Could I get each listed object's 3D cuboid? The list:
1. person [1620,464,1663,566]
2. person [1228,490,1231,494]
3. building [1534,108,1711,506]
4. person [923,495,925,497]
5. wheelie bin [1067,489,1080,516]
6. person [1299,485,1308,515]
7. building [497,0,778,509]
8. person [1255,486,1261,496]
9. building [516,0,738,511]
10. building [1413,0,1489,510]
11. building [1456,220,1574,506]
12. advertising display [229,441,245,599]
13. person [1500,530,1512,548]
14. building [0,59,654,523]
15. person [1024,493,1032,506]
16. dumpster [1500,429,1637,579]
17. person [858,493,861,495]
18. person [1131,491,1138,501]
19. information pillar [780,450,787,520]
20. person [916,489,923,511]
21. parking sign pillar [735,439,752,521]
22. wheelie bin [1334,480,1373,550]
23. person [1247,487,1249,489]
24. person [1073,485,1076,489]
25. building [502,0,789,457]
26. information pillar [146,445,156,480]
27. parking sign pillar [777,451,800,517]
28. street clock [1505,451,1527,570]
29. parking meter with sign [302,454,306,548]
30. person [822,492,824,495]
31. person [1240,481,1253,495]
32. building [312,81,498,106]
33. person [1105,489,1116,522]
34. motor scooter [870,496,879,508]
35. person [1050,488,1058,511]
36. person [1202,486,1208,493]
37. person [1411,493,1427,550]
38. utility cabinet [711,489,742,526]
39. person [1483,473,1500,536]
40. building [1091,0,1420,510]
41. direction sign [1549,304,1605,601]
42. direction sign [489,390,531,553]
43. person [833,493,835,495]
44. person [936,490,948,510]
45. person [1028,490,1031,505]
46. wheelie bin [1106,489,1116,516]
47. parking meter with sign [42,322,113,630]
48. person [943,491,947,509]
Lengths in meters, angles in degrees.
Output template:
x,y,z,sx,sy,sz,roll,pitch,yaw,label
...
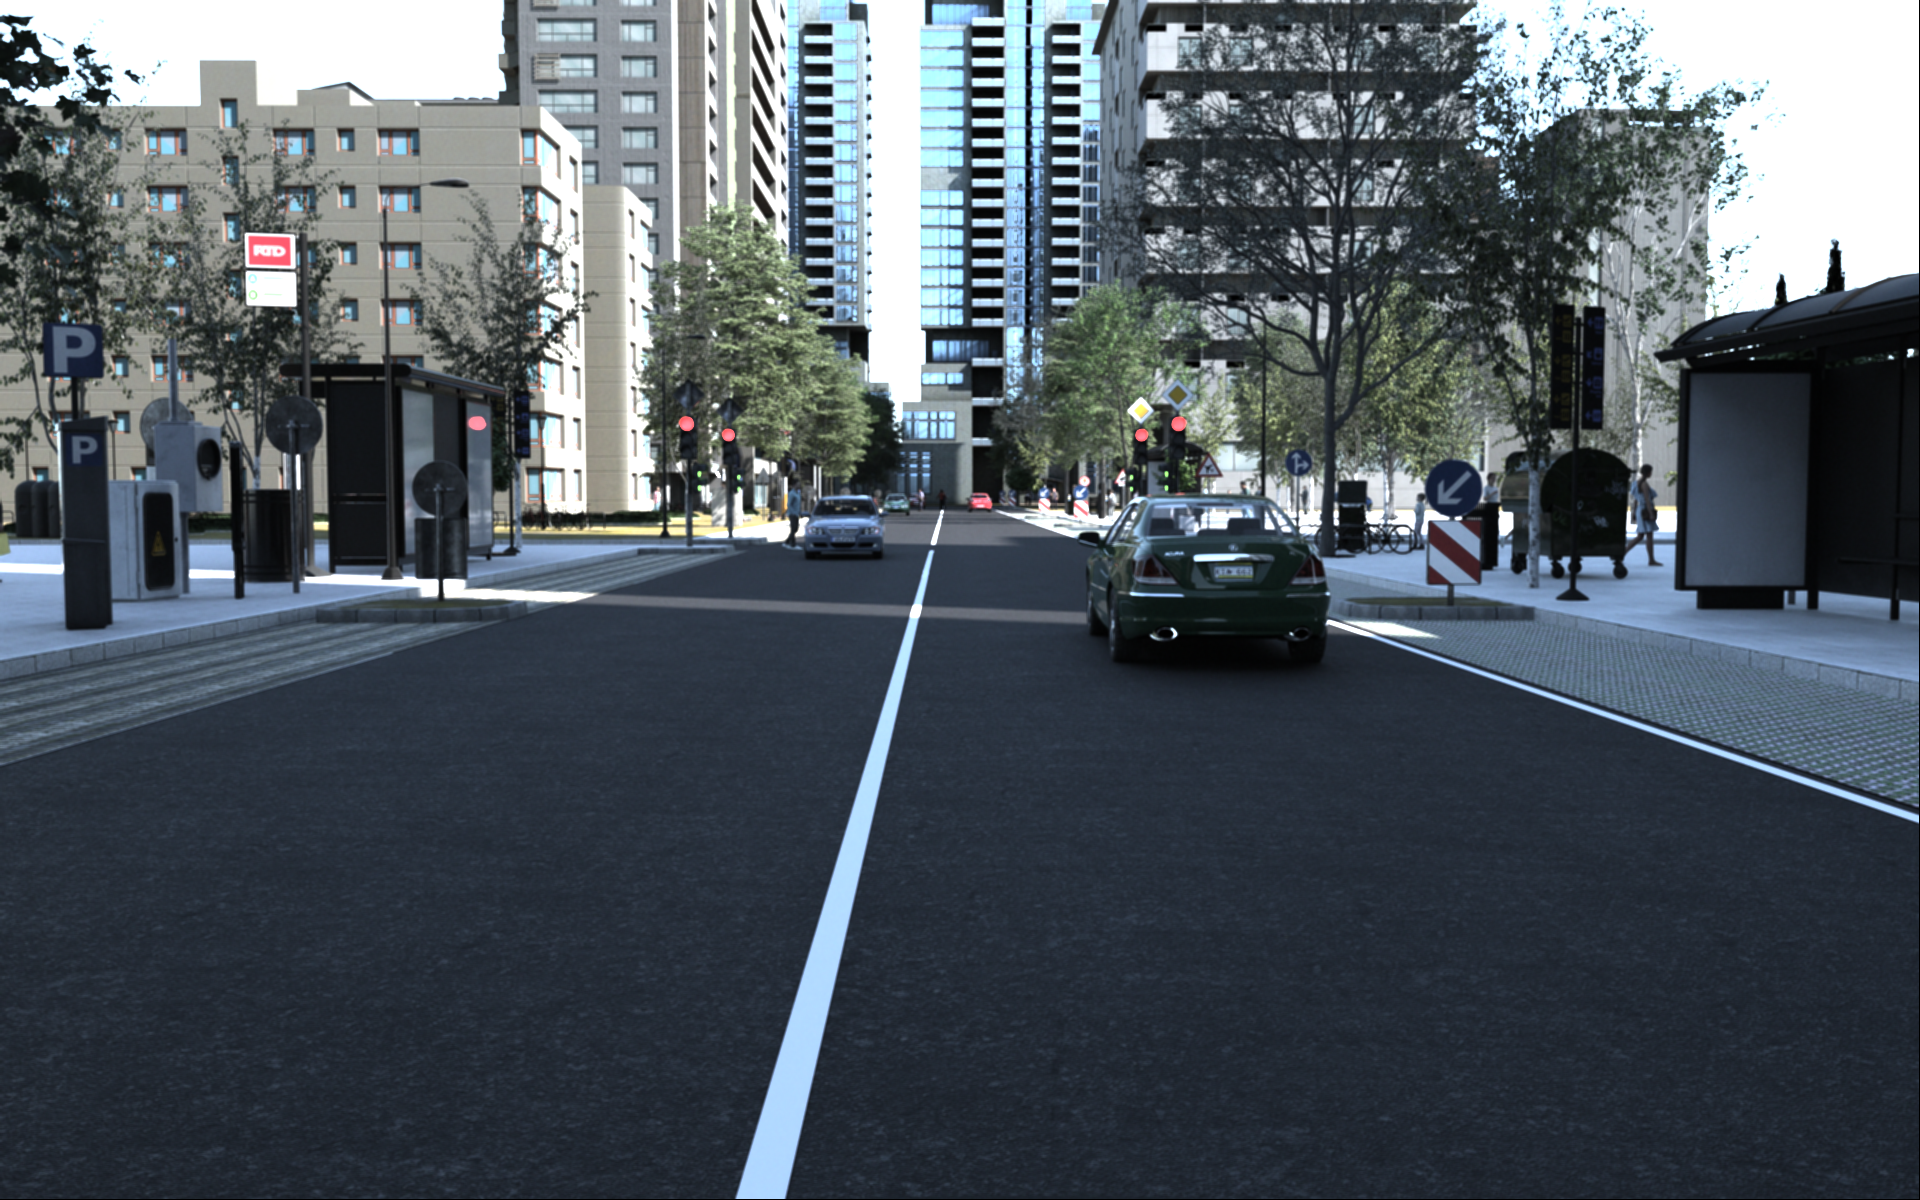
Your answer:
x,y,z,sx,sy,sz,roll,pitch,yaw,label
12.122,-1.506,30.754,0.778,1.811,0.616,0,4,6,person
16.833,-6.117,108.654,0.523,1.515,0.503,-2,4,-32,person
70.718,-30.779,186.826,14.086,41.232,14.154,0,4,0,building
-4.471,-11.424,195.994,1.217,1.735,0.721,0,4,7,person
6.743,-5.758,102.049,0.693,1.594,0.980,2,4,35,wheelie bin
20.906,-6.062,105.340,0.590,1.801,0.661,-1,4,-9,person
-27.497,-32.174,149.748,21.300,48.544,21.600,0,4,0,building
18.157,-6.041,105.158,0.623,1.781,0.721,-2,4,-24,person
-24.852,-27.415,131.829,14.154,41.232,14.086,0,4,0,building
28.453,-34.386,151.447,28.713,52.752,27.495,0,4,0,building
56.479,-25.359,186.323,14.107,30.474,14.160,0,4,0,building
-8.968,-0.997,21.515,0.123,1.923,0.974,-1,4,-21,advertising display
12.989,-2.048,40.278,0.760,1.731,0.466,0,4,-2,person
-32.561,-15.088,91.723,27.650,21.520,28.899,0,4,0,building
7.020,-10.390,179.100,0.628,1.438,0.799,2,4,32,person
9.460,-1.497,26.966,1.502,2.255,1.985,0,4,-1,dumpster
-10.514,-10.560,181.935,0.421,1.427,0.697,-3,5,-40,person
12.282,-6.978,120.809,0.731,1.740,0.598,2,4,28,person
-8.630,-5.719,84.864,0.183,3.616,0.504,-2,4,-31,information pillar
-3.425,-8.386,145.486,0.599,1.838,0.709,-3,4,-37,person
-10.761,-5.805,83.388,1.447,3.967,1.447,-1,4,-18,parking sign pillar
9.078,-1.974,40.190,0.980,1.594,0.693,1,4,17,wheelie bin
20.798,-7.318,125.867,0.537,1.800,0.526,1,4,14,person
6.899,-5.995,104.040,0.573,1.828,0.580,-2,4,-25,person
-32.393,-39.096,181.211,28.212,58.520,21.231,0,4,0,building
-24.131,-3.690,51.679,0.183,3.616,0.504,0,4,0,information pillar
-9.538,-6.633,96.916,1.447,3.967,1.447,3,5,41,parking sign pillar
9.499,-1.517,29.378,0.471,2.002,0.358,-1,4,-19,street clock
-15.824,-2.756,41.321,0.543,3.016,1.738,-1,4,-10,parking meter with sign
-15.422,-11.669,197.496,0.621,1.740,0.551,2,4,24,person
10.874,-3.647,66.025,0.721,1.781,0.623,-1,4,-19,person
-68.042,-39.191,230.011,27.495,52.752,28.713,0,4,0,building
6.879,-4.298,78.905,0.523,1.515,0.503,0,4,8,person
-7.247,-8.166,146.294,0.815,1.314,1.986,0,3,0,motor scooter
7.238,-7.763,133.496,0.617,1.759,0.750,1,4,11,person
15.096,-6.129,106.509,0.793,1.790,0.793,-2,4,-23,person
10.537,-1.806,39.846,0.394,1.301,0.425,2,4,24,person
-9.289,-3.688,68.984,1.173,1.500,0.318,0,4,7,utility cabinet
11.712,-1.921,38.020,0.480,1.755,0.524,-2,4,-33,person
28.928,-36.078,179.121,28.713,52.752,27.495,0,4,0,building
7.428,-1.767,20.896,0.876,3.537,0.379,-2,4,-28,direction sign
-9.809,-2.802,37.808,0.876,3.537,0.379,-2,4,-29,direction sign
-12.174,-9.564,163.123,1.217,1.736,0.721,0,3,0,person
-1.629,-9.036,156.171,1.348,1.831,0.705,3,4,37,person
7.804,-11.705,197.956,0.750,1.759,0.617,3,5,40,person
8.708,-5.689,100.921,0.693,1.594,0.980,1,4,15,wheelie bin
-8.671,-1.273,17.076,0.543,3.016,1.738,-2,4,-29,parking meter with sign
-1.635,-9.780,169.213,0.445,1.727,0.742,2,4,28,person
